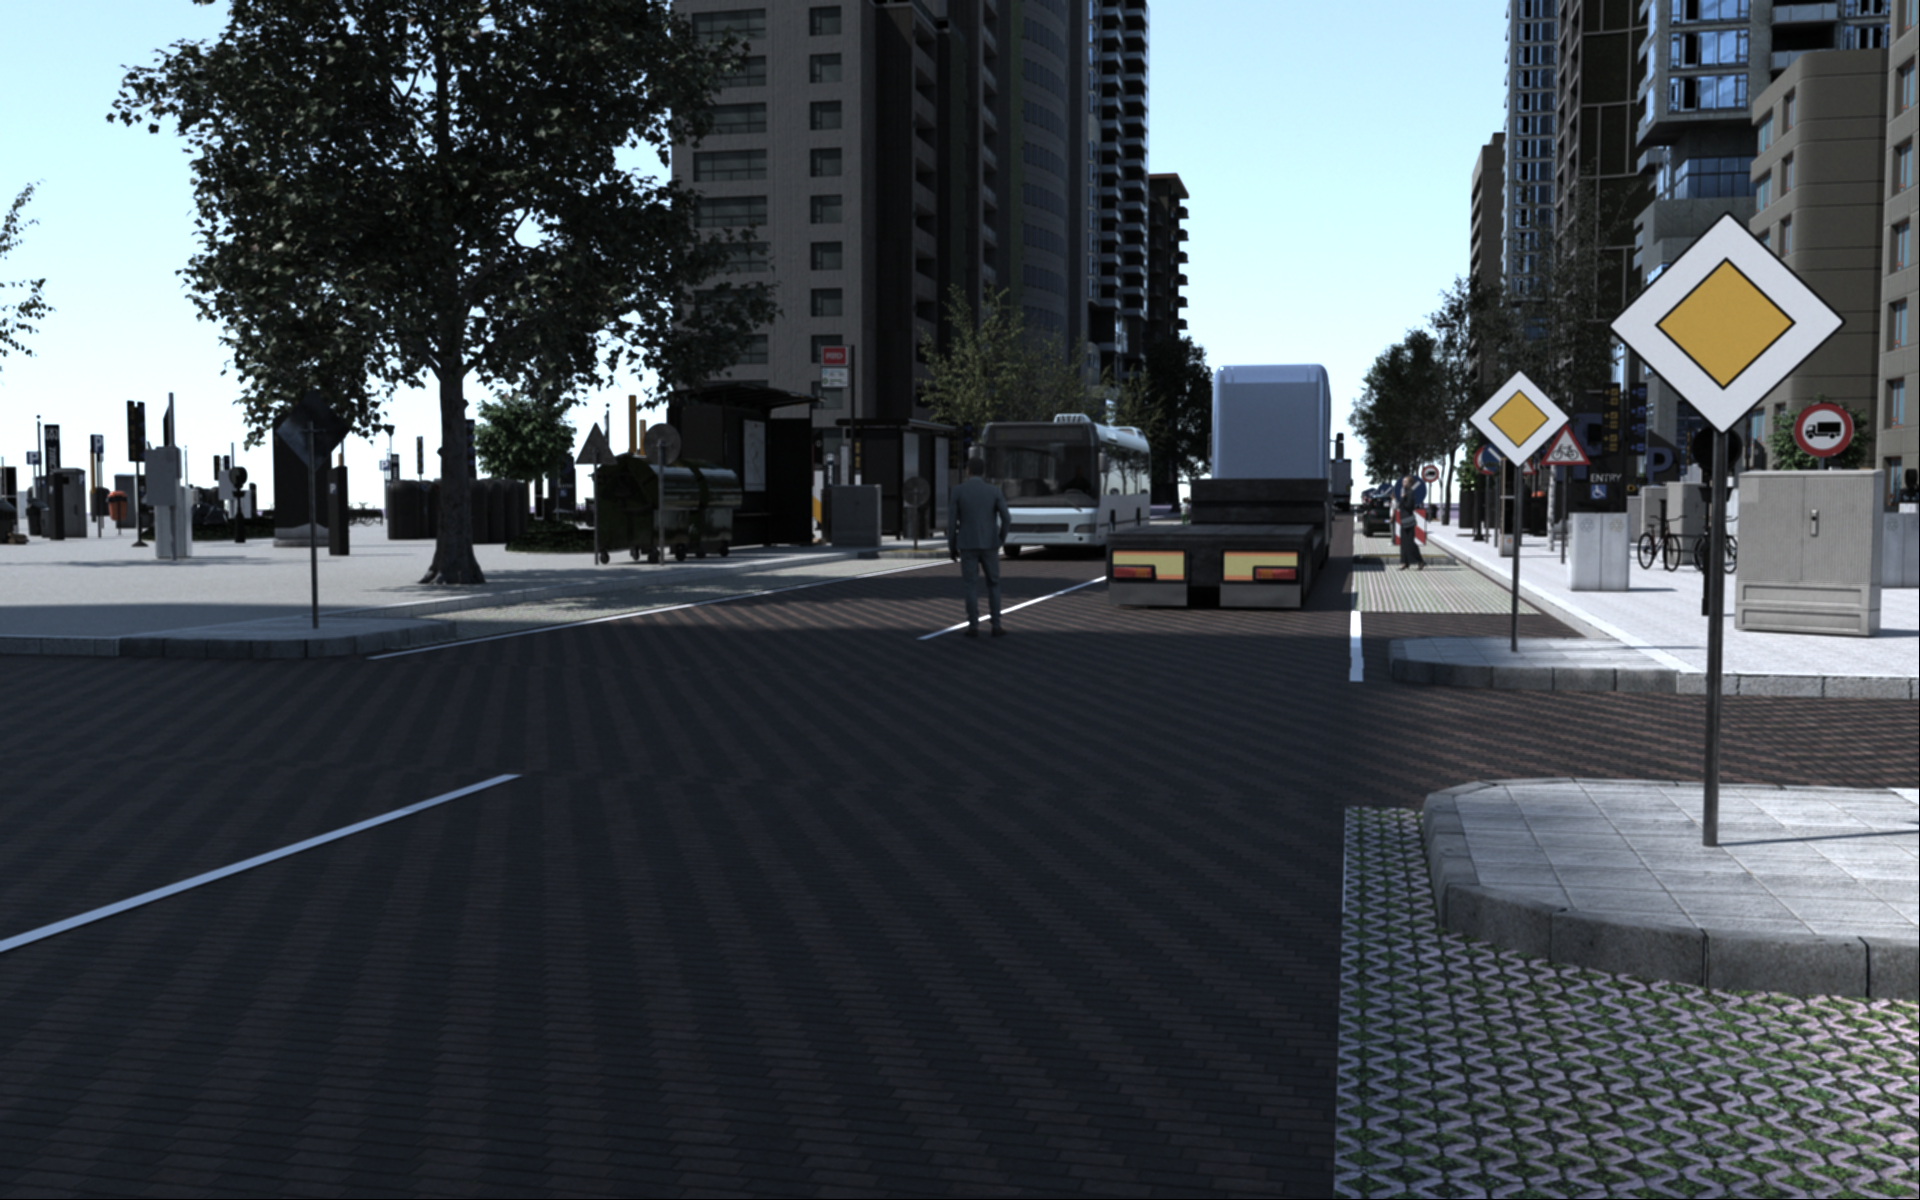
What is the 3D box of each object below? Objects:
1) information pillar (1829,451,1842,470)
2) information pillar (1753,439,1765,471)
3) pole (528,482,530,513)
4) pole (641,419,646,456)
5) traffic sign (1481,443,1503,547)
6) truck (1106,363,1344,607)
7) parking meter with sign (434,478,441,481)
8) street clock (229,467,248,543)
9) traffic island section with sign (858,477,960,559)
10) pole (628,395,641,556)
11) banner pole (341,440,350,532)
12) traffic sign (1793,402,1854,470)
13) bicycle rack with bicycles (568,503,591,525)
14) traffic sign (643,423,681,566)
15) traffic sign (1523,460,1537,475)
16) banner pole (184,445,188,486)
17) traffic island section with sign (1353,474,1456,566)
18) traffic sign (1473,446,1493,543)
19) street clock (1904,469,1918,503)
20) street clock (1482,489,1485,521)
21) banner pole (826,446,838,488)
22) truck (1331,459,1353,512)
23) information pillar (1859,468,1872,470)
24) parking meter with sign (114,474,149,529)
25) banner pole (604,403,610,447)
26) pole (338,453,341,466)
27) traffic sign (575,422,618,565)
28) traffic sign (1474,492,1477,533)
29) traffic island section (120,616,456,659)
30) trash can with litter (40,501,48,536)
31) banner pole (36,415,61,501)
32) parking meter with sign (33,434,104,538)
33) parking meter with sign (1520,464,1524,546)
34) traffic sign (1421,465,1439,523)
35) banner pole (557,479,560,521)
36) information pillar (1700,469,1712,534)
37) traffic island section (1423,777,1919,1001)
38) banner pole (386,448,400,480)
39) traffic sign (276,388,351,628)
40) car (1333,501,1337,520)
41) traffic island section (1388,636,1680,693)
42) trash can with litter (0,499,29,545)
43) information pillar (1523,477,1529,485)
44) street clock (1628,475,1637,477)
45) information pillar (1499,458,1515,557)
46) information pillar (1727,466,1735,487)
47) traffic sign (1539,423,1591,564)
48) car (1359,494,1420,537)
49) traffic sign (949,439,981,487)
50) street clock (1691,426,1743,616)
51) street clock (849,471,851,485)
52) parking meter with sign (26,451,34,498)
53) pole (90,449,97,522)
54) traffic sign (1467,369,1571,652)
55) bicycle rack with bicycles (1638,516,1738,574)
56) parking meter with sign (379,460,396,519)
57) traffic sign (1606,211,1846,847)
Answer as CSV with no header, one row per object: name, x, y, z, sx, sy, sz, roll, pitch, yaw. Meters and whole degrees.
information pillar,26.722,-3.763,52.872,0.504,3.616,0.183,-2,4,-28
information pillar,33.618,-4.992,72.973,0.183,3.616,0.504,-2,4,-26
pole,-23.069,-6.029,92.419,0.158,3.312,0.155,0,3,0
pole,-8.665,-3.276,47.402,0.158,3.312,0.155,0,3,0
traffic sign,12.902,-2.538,41.600,0.768,2.556,0.104,1,4,20
truck,5.107,-2.478,30.278,2.967,4.110,18.799,1,4,13
parking meter with sign,-24.730,-5.287,82.708,1.738,3.016,0.543,2,4,29
street clock,-19.014,-2.514,45.682,0.471,2.002,0.358,2,4,33
traffic island section with sign,-1.073,-1.851,38.886,1.989,1.847,2.006,1,4,13
pole,-6.724,-2.558,35.661,0.158,3.312,0.155,0,3,0
banner pole,-21.024,-4.224,59.074,0.401,3.779,0.863,-1,4,-12
traffic sign,11.935,-1.463,24.019,0.768,2.556,0.104,1,4,13
bicycle rack with bicycles,-15.142,-3.559,71.572,2.852,0.926,2.925,1,4,22
traffic sign,-5.348,-1.890,31.001,0.768,2.556,0.104,1,4,21
traffic sign,15.293,-2.896,47.358,0.884,2.594,0.081,1,4,13
banner pole,-39.815,-6.061,89.117,0.401,3.779,0.863,-2,4,-30
traffic island section with sign,9.114,-1.649,35.596,1.989,1.847,2.006,1,4,13
traffic sign,13.800,-2.763,45.280,0.768,2.556,0.104,1,4,19
street clock,27.362,-2.770,49.863,0.358,2.002,0.471,1,4,16
street clock,25.019,-4.799,83.027,0.471,2.002,0.358,-1,4,-10
banner pole,-6.594,-6.107,89.862,0.863,3.779,0.401,2,4,29
truck,31.137,-9.453,143.466,2.839,4.237,11.283,1,4,12
information pillar,25.837,-2.750,49.455,0.304,2.012,0.304,2,4,32
parking meter with sign,-31.126,-4.181,64.615,1.738,3.016,0.543,-1,4,-15
banner pole,-9.749,-3.537,47.847,0.401,3.779,0.863,-1,4,-21
pole,-30.921,-5.669,86.524,0.158,3.312,0.155,0,3,0
traffic sign,-6.578,-1.914,31.293,0.884,2.594,0.081,1,4,19
traffic sign,17.022,-3.494,57.123,0.884,2.594,0.081,1,4,18
traffic island section,-6.180,0.350,16.554,2.009,0.180,2.903,1,4,13
trash can with litter,-28.095,-2.552,53.115,1.055,1.170,0.624,1,4,20
banner pole,-28.806,-3.956,54.700,0.863,3.779,0.401,0,4,-5
parking meter with sign,-26.039,-3.332,50.733,1.738,3.016,0.543,0,4,4
parking meter with sign,13.779,-2.867,43.144,0.543,3.016,1.738,1,4,19
traffic sign,20.661,-4.651,76.148,0.768,2.556,0.104,1,4,15
banner pole,-17.586,-5.246,75.796,0.401,3.779,0.863,0,4,-5
information pillar,16.199,-2.013,37.400,0.304,2.012,0.304,-2,4,-26
traffic island section,2.757,0.976,6.326,2.009,0.180,2.903,1,4,13
banner pole,-31.090,-6.414,94.893,0.863,3.779,0.401,0,4,-3
traffic sign,-6.156,-0.786,16.487,0.795,2.450,0.064,1,4,13
car,19.268,-5.109,93.318,2.009,1.686,4.222,1,4,15
traffic island section,4.535,0.500,14.111,2.009,0.180,2.903,1,4,13
trash can with litter,-24.227,-2.008,44.221,1.055,1.170,0.624,1,4,22
information pillar,24.575,-4.344,75.518,0.304,2.012,0.304,2,4,35
street clock,26.197,-3.850,67.517,0.358,2.002,0.471,-2,4,-29
information pillar,11.171,-1.882,35.255,0.304,2.012,0.304,0,4,7
information pillar,36.906,-5.599,82.903,0.183,3.616,0.504,0,4,-4
traffic sign,11.075,-1.941,31.738,0.884,2.594,0.081,1,4,21
car,14.446,-2.956,58.118,2.009,1.686,4.222,1,4,11
traffic sign,0.576,-4.292,64.039,2.265,3.308,0.079,1,4,17
street clock,7.944,-0.835,18.222,0.471,2.002,0.358,2,4,31
street clock,-3.487,-3.037,54.221,0.358,2.002,0.471,-1,4,-9
parking meter with sign,-37.178,-4.505,69.915,0.543,3.016,1.738,-3,4,-38
pole,-39.595,-5.215,79.110,0.158,3.312,0.155,0,3,0
traffic sign,4.510,-0.636,14.039,0.795,2.450,0.064,1,4,13
bicycle rack with bicycles,12.668,-0.913,28.305,2.852,0.926,2.925,0,4,4
parking meter with sign,-29.238,-5.693,89.349,0.543,3.016,1.738,1,4,10
traffic sign,2.733,-0.160,6.254,0.795,2.450,0.064,1,4,13
